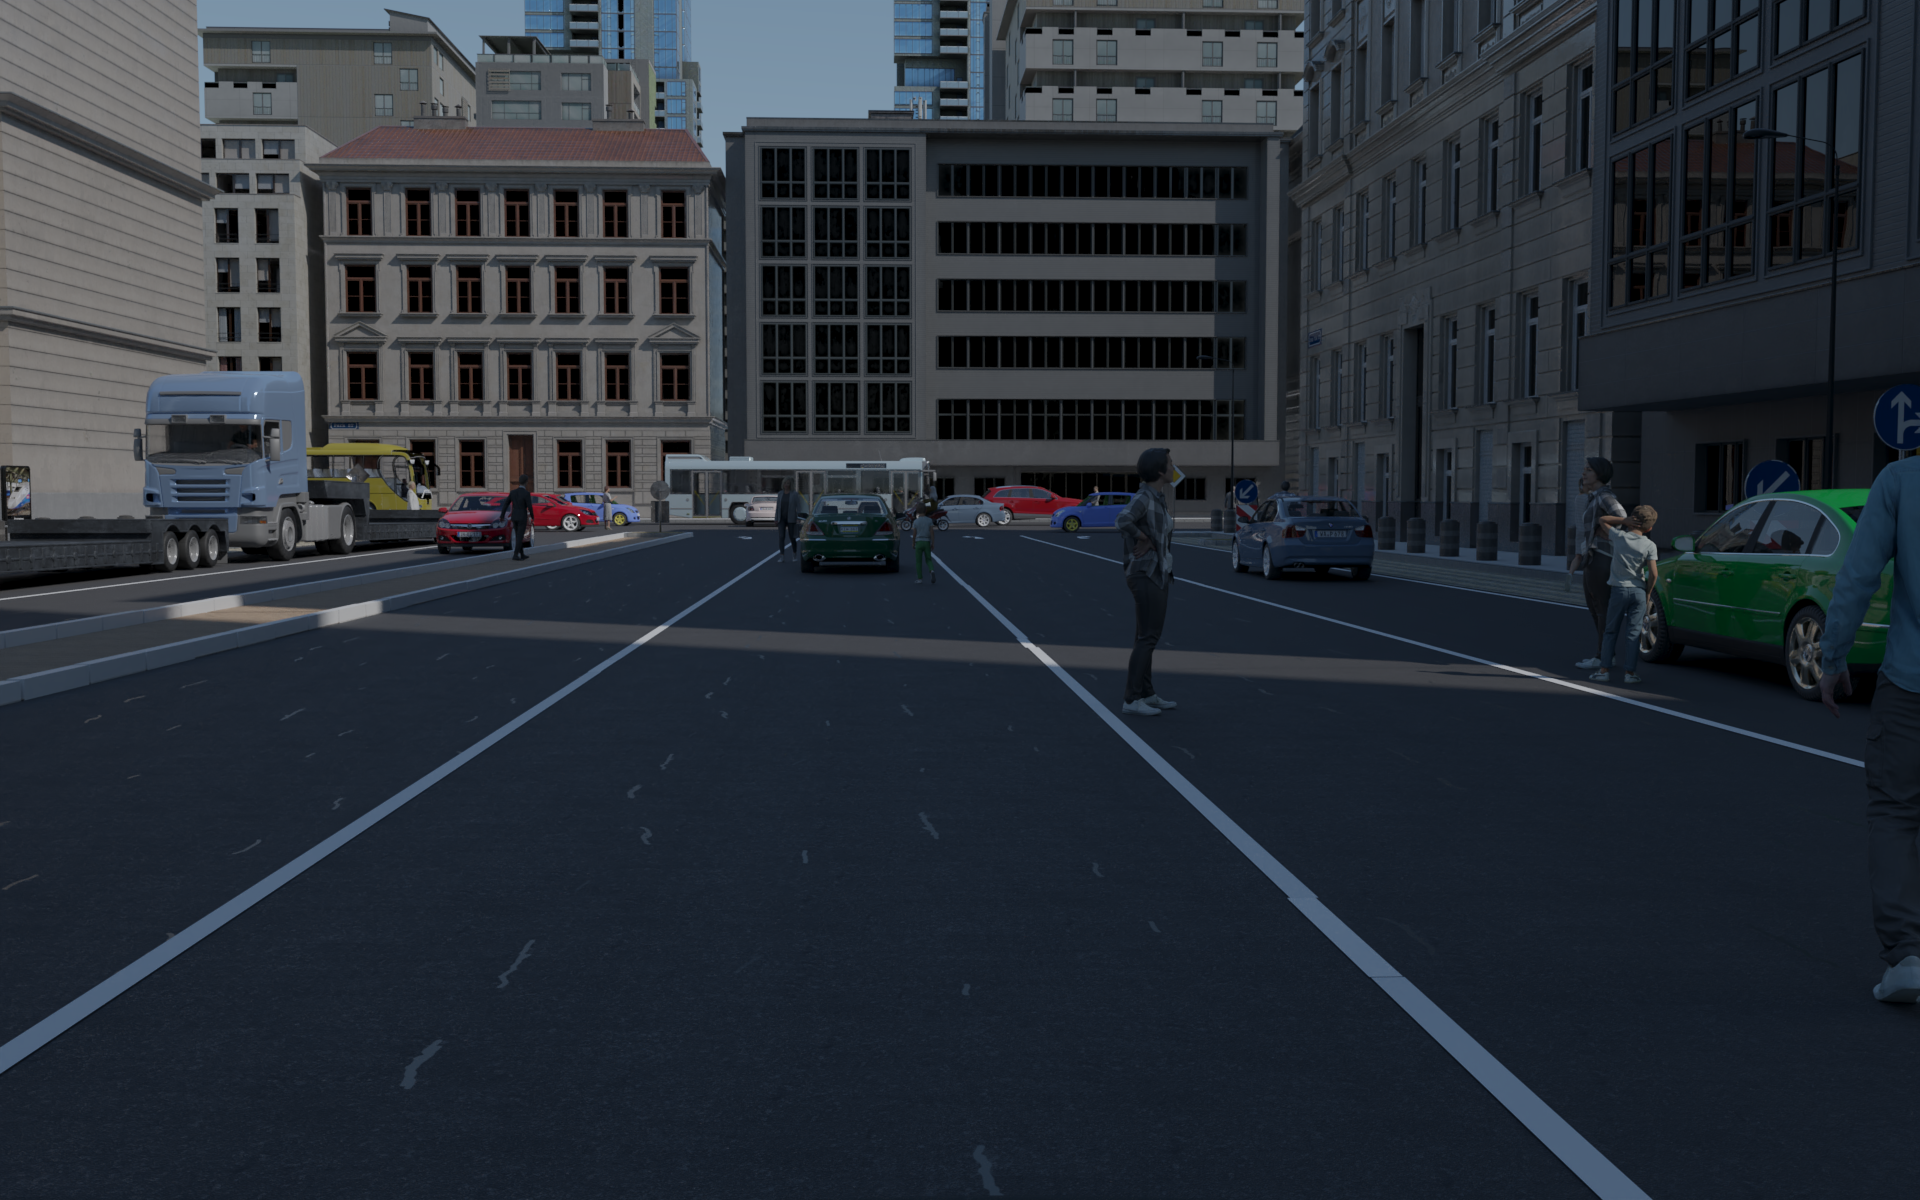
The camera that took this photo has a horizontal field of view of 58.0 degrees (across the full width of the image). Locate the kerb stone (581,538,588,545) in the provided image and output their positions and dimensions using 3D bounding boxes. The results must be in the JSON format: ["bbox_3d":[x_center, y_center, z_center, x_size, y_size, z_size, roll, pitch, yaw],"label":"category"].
[{"bbox_3d":[-10.607,-1.599,48.345,0.120,0.150,1.000,0,4,-3],"label":"kerb stone"}]

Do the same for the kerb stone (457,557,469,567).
[{"bbox_3d":[-9.848,-0.719,33.955,0.120,0.150,1.000,0,4,-3],"label":"kerb stone"}]

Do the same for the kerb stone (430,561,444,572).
[{"bbox_3d":[-9.734,-0.591,31.898,0.120,0.150,1.000,0,4,-3],"label":"kerb stone"}]

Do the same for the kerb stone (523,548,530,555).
[{"bbox_3d":[-10.173,-1.096,40.121,0.120,0.150,1.000,0,4,-3],"label":"kerb stone"}]

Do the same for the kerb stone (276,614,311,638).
[{"bbox_3d":[-6.874,0.277,17.666,0.120,0.150,1.000,0,4,-3],"label":"kerb stone"}]

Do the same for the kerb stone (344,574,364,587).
[{"bbox_3d":[-9.461,-0.277,26.762,0.120,0.150,1.000,0,4,-3],"label":"kerb stone"}]

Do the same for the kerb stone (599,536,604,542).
[{"bbox_3d":[-10.783,-1.788,51.436,0.120,0.150,1.000,0,4,-3],"label":"kerb stone"}]

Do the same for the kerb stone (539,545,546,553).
[{"bbox_3d":[-10.288,-1.222,42.180,0.120,0.150,1.000,0,4,-3],"label":"kerb stone"}]

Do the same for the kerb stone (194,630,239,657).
[{"bbox_3d":[-6.760,0.405,15.604,0.120,0.150,1.000,0,4,-3],"label":"kerb stone"}]

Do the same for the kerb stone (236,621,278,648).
[{"bbox_3d":[-6.811,0.340,16.636,0.120,0.150,1.000,0,4,-3],"label":"kerb stone"}]

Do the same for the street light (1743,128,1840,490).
[{"bbox_3d":[10.649,-3.038,22.212,1.470,5.913,1.316,0,4,-3],"label":"street light"}]

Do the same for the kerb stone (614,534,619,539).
[{"bbox_3d":[-10.945,-1.976,54.524,0.120,0.150,1.000,0,4,-3],"label":"kerb stone"}]

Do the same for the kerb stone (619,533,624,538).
[{"bbox_3d":[-11.001,-2.040,55.556,0.120,0.150,1.000,0,4,-3],"label":"kerb stone"}]

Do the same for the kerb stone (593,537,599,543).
[{"bbox_3d":[-10.727,-1.726,50.411,0.120,0.150,1.000,0,4,-3],"label":"kerb stone"}]

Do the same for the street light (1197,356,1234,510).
[{"bbox_3d":[8.641,-5.246,58.316,1.470,5.913,1.316,0,4,-3],"label":"street light"}]

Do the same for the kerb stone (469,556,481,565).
[{"bbox_3d":[-9.897,-0.782,34.984,0.120,0.150,1.000,0,4,-3],"label":"kerb stone"}]

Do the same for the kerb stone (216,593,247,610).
[{"bbox_3d":[-9.185,0.037,21.635,0.120,0.150,1.000,0,4,-3],"label":"kerb stone"}]

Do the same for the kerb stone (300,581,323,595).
[{"bbox_3d":[-9.348,-0.154,24.711,0.120,0.150,1.000,0,4,-3],"label":"kerb stone"}]

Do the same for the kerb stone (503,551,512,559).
[{"bbox_3d":[-10.070,-0.971,38.069,0.120,0.150,1.000,0,4,-3],"label":"kerb stone"}]

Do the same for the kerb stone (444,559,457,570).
[{"bbox_3d":[-9.793,-0.654,32.925,0.120,0.150,1.000,0,4,-3],"label":"kerb stone"}]

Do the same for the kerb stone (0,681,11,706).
[{"bbox_3d":[-6.534,0.664,11.487,0.120,0.150,1.000,0,4,-3],"label":"kerb stone"}]

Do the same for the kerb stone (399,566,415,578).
[{"bbox_3d":[-9.623,-0.468,29.848,0.120,0.150,1.000,0,4,-3],"label":"kerb stone"}]

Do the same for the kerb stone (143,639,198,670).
[{"bbox_3d":[-6.695,0.466,14.578,0.120,0.150,1.000,0,4,-3],"label":"kerb stone"}]

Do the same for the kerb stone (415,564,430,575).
[{"bbox_3d":[-9.678,-0.530,30.873,0.120,0.150,1.000,0,4,-3],"label":"kerb stone"}]

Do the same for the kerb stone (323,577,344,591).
[{"bbox_3d":[-9.402,-0.215,25.736,0.120,0.150,1.000,0,4,-3],"label":"kerb stone"}]

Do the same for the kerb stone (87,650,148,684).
[{"bbox_3d":[-6.643,0.529,13.553,0.120,0.150,1.000,0,4,-3],"label":"kerb stone"}]

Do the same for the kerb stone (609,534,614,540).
[{"bbox_3d":[-10.889,-1.914,53.494,0.120,0.150,1.000,0,4,-3],"label":"kerb stone"}]

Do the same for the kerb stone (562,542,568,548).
[{"bbox_3d":[-10.455,-1.411,45.265,0.120,0.150,1.000,0,4,-3],"label":"kerb stone"}]

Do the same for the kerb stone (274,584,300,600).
[{"bbox_3d":[-9.287,-0.091,23.687,0.120,0.150,1.000,0,4,-3],"label":"kerb stone"}]

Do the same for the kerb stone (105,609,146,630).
[{"bbox_3d":[-9.022,0.223,18.557,0.120,0.150,1.000,0,4,-3],"label":"kerb stone"}]

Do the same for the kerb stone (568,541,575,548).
[{"bbox_3d":[-10.503,-1.474,46.294,0.120,0.150,1.000,0,4,-3],"label":"kerb stone"}]

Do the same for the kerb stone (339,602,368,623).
[{"bbox_3d":[-6.974,0.152,19.718,0.120,0.150,1.000,0,4,-3],"label":"kerb stone"}]

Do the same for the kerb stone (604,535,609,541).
[{"bbox_3d":[-10.838,-1.847,52.468,0.120,0.150,1.000,0,4,-3],"label":"kerb stone"}]

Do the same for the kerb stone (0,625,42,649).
[{"bbox_3d":[-8.905,0.348,16.499,0.120,0.150,1.000,0,4,-3],"label":"kerb stone"}]

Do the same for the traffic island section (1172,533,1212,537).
[{"bbox_3d":[7.219,-2.207,58.367,2.009,0.180,2.903,0,4,-3],"label":"traffic island section"}]

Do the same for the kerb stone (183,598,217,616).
[{"bbox_3d":[-9.127,0.103,20.609,0.120,0.150,1.000,0,4,-3],"label":"kerb stone"}]

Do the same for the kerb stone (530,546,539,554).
[{"bbox_3d":[-10.227,-1.159,41.146,0.120,0.150,1.000,0,4,-3],"label":"kerb stone"}]

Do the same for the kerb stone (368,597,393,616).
[{"bbox_3d":[-7.029,0.095,20.750,0.120,0.150,1.000,0,4,-3],"label":"kerb stone"}]

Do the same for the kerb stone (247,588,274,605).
[{"bbox_3d":[-9.239,-0.026,22.661,0.120,0.150,1.000,0,4,-3],"label":"kerb stone"}]

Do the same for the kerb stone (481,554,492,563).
[{"bbox_3d":[-9.955,-0.843,36.014,0.120,0.150,1.000,0,4,-3],"label":"kerb stone"}]

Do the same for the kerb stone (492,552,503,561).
[{"bbox_3d":[-10.002,-0.908,37.039,0.120,0.150,1.000,0,4,-3],"label":"kerb stone"}]

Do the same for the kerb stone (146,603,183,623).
[{"bbox_3d":[-9.073,0.166,19.583,0.120,0.150,1.000,0,4,-3],"label":"kerb stone"}]

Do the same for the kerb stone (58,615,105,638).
[{"bbox_3d":[-8.961,0.286,17.527,0.120,0.150,1.000,0,4,-3],"label":"kerb stone"}]

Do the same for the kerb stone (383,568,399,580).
[{"bbox_3d":[-9.572,-0.405,28.823,0.120,0.150,1.000,0,4,-3],"label":"kerb stone"}]

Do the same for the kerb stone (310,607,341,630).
[{"bbox_3d":[-6.923,0.214,18.691,0.120,0.150,1.000,0,4,-3],"label":"kerb stone"}]

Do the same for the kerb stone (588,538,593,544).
[{"bbox_3d":[-10.672,-1.662,49.376,0.120,0.150,1.000,0,4,-3],"label":"kerb stone"}]

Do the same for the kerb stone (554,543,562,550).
[{"bbox_3d":[-10.392,-1.338,44.237,0.120,0.150,1.000,0,4,-3],"label":"kerb stone"}]

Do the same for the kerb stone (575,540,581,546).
[{"bbox_3d":[-10.564,-1.537,47.319,0.120,0.150,1.000,0,4,-3],"label":"kerb stone"}]

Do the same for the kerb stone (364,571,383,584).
[{"bbox_3d":[-9.506,-0.342,27.787,0.120,0.150,1.000,0,4,-3],"label":"kerb stone"}]

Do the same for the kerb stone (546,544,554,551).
[{"bbox_3d":[-10.340,-1.285,43.205,0.120,0.150,1.000,0,4,-3],"label":"kerb stone"}]

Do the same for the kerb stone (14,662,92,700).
[{"bbox_3d":[-6.581,0.594,12.519,0.120,0.150,1.000,0,4,-3],"label":"kerb stone"}]

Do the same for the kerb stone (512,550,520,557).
[{"bbox_3d":[-10.118,-1.034,39.095,0.120,0.150,1.000,0,4,-3],"label":"kerb stone"}]
